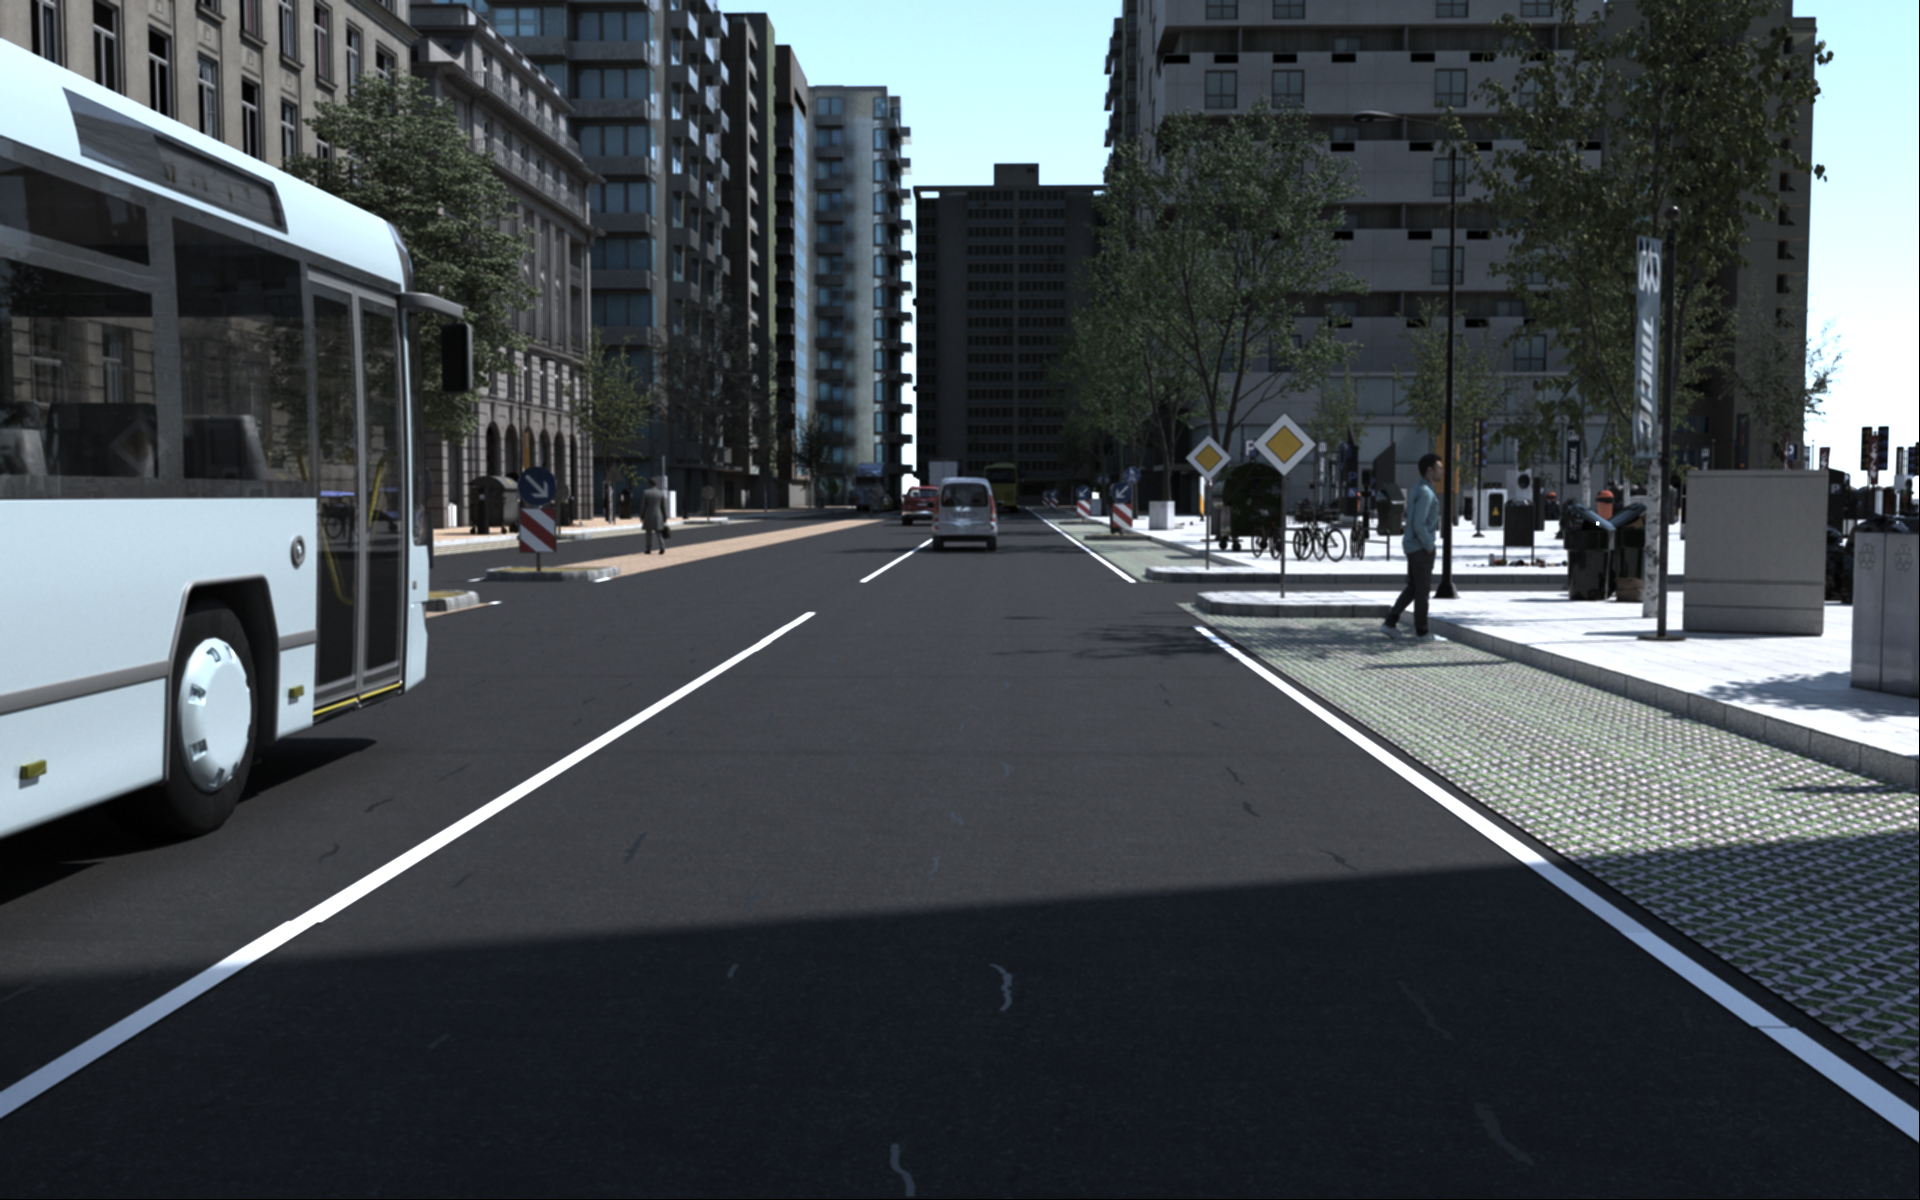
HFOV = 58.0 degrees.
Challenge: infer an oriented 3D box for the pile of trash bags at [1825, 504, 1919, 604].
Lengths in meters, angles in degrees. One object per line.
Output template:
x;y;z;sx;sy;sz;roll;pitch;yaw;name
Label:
11.877;-0.669;20.698;3.447;1.369;1.912;0;4;3;pile of trash bags

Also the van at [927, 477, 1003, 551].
0.129;-2.328;45.080;2.013;2.044;4.112;0;4;0;van

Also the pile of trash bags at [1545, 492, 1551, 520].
29.436;-4.631;85.461;1.912;1.369;3.447;0;4;7;pile of trash bags

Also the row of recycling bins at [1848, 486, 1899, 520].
48.098;-5.225;92.544;3.534;1.692;1.069;1;4;17;row of recycling bins

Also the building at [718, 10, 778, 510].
-23.038;-28.096;142.965;14.154;41.232;14.086;0;4;2;building

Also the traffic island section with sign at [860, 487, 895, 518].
-4.948;-5.889;104.416;2.006;1.907;1.989;0;4;2;traffic island section with sign

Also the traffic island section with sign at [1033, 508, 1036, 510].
7.703;-9.136;158.004;1.989;1.847;2.006;0;4;2;traffic island section with sign

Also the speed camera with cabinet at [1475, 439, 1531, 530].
19.310;-4.110;61.535;2.038;3.252;0.660;-2;4;-24;speed camera with cabinet

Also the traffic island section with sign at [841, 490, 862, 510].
-9.840;-9.210;159.204;1.989;1.847;2.006;0;4;2;traffic island section with sign

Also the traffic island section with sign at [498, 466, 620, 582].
-6.974;-1.295;29.304;2.006;1.907;1.989;0;4;2;traffic island section with sign

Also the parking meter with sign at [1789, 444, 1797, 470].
29.903;-3.942;60.708;1.738;3.016;0.543;0;4;-4;parking meter with sign

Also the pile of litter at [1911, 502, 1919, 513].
52.143;-4.908;94.217;1.176;0.858;1.719;1;4;11;pile of litter

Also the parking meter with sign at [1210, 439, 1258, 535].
8.623;-3.567;54.589;1.738;3.016;0.543;-3;5;-40;parking meter with sign

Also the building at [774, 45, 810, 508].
-22.790;-31.853;170.915;14.200;45.320;14.600;0;4;2;building

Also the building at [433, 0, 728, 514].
-28.436;-30.644;120.635;23.786;49.044;30.456;0;4;2;building

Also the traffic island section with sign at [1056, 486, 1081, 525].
5.634;-4.430;81.050;1.989;1.847;2.006;0;4;2;traffic island section with sign

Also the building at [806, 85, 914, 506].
-20.701;-35.677;202.927;30.456;49.044;23.786;0;4;2;building

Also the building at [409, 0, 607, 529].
-24.499;-14.237;74.576;13.314;21.916;24.055;0;4;2;building

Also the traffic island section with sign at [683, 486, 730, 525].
-11.928;-4.480;81.883;1.989;1.847;2.006;0;4;2;traffic island section with sign

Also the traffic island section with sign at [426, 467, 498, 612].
-7.184;-0.842;21.900;2.006;1.907;1.989;0;4;2;traffic island section with sign

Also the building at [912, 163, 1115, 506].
6.609;-31.445;205.999;23.993;40.220;32.217;0;4;2;building

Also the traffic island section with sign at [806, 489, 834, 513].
-10.584;-7.526;131.685;1.989;1.847;2.006;0;4;2;traffic island section with sign

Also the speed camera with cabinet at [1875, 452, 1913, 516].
43.186;-5.241;80.033;2.038;3.252;0.660;-2;4;-31;speed camera with cabinet

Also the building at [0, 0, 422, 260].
-26.929;-13.083;47.183;16.112;22.955;30.059;0;4;2;building

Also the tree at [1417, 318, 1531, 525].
21.226;-7.447;72.114;4.360;8.622;3.978;0;3;0;tree

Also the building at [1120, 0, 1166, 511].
19.839;-27.836;138.721;14.154;41.232;14.086;0;4;2;building

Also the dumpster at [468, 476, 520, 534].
-15.030;-3.066;55.889;1.264;1.857;1.865;0;4;2;dumpster

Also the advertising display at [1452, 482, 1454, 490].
25.699;-5.222;90.588;0.123;1.923;0.974;1;4;21;advertising display

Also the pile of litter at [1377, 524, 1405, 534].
14.023;-2.544;55.552;1.719;0.858;1.176;-3;4;-39;pile of litter

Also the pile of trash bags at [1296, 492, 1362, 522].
17.258;-4.325;80.460;1.912;1.369;3.447;-3;4;-36;pile of trash bags

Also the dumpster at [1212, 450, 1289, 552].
6.565;-2.242;39.156;1.502;2.255;1.985;0;4;1;dumpster

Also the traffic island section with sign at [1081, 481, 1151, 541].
4.887;-2.771;53.931;1.989;1.847;2.006;0;4;2;traffic island section with sign

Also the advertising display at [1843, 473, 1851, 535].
26.612;-2.915;52.869;0.974;1.923;0.123;2;4;26;advertising display

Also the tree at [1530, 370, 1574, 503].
33.423;-9.208;100.909;4.360;8.622;3.978;0;3;0;tree

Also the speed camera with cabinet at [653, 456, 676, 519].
-15.399;-5.865;90.233;0.660;3.252;2.038;1;4;9;speed camera with cabinet

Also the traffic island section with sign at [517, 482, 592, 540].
-12.680;-2.800;54.415;1.989;1.847;2.006;0;4;2;traffic island section with sign

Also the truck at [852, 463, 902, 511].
-7.164;-10.041;153.926;2.967;4.110;18.799;0;4;3;truck

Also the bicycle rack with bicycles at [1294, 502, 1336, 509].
15.067;-3.694;73.784;2.925;0.926;2.852;-3;5;-42;bicycle rack with bicycles

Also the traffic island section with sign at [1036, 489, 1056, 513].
6.978;-7.488;131.059;1.989;1.847;2.006;0;4;2;traffic island section with sign

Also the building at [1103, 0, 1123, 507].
24.810;-33.087;160.585;23.786;49.044;30.456;0;4;2;building

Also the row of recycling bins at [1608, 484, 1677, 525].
29.123;-4.100;74.145;1.069;1.692;3.534;-2;4;-24;row of recycling bins

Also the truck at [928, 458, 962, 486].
-1.125;-9.338;141.583;2.839;4.237;11.283;0;4;2;truck

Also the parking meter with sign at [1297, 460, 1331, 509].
18.439;-5.740;90.105;1.738;3.016;0.543;1;4;22;parking meter with sign

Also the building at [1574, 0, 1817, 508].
68.200;-33.095;164.806;21.600;48.544;21.300;0;4;2;building

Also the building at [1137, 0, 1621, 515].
26.314;-32.292;117.217;28.713;52.752;27.495;0;4;2;building

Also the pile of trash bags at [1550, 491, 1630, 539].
17.789;-2.360;48.333;1.912;1.369;3.447;1;4;11;pile of trash bags

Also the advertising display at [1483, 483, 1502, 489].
29.754;-5.603;96.827;0.974;1.923;0.123;2;4;23;advertising display
